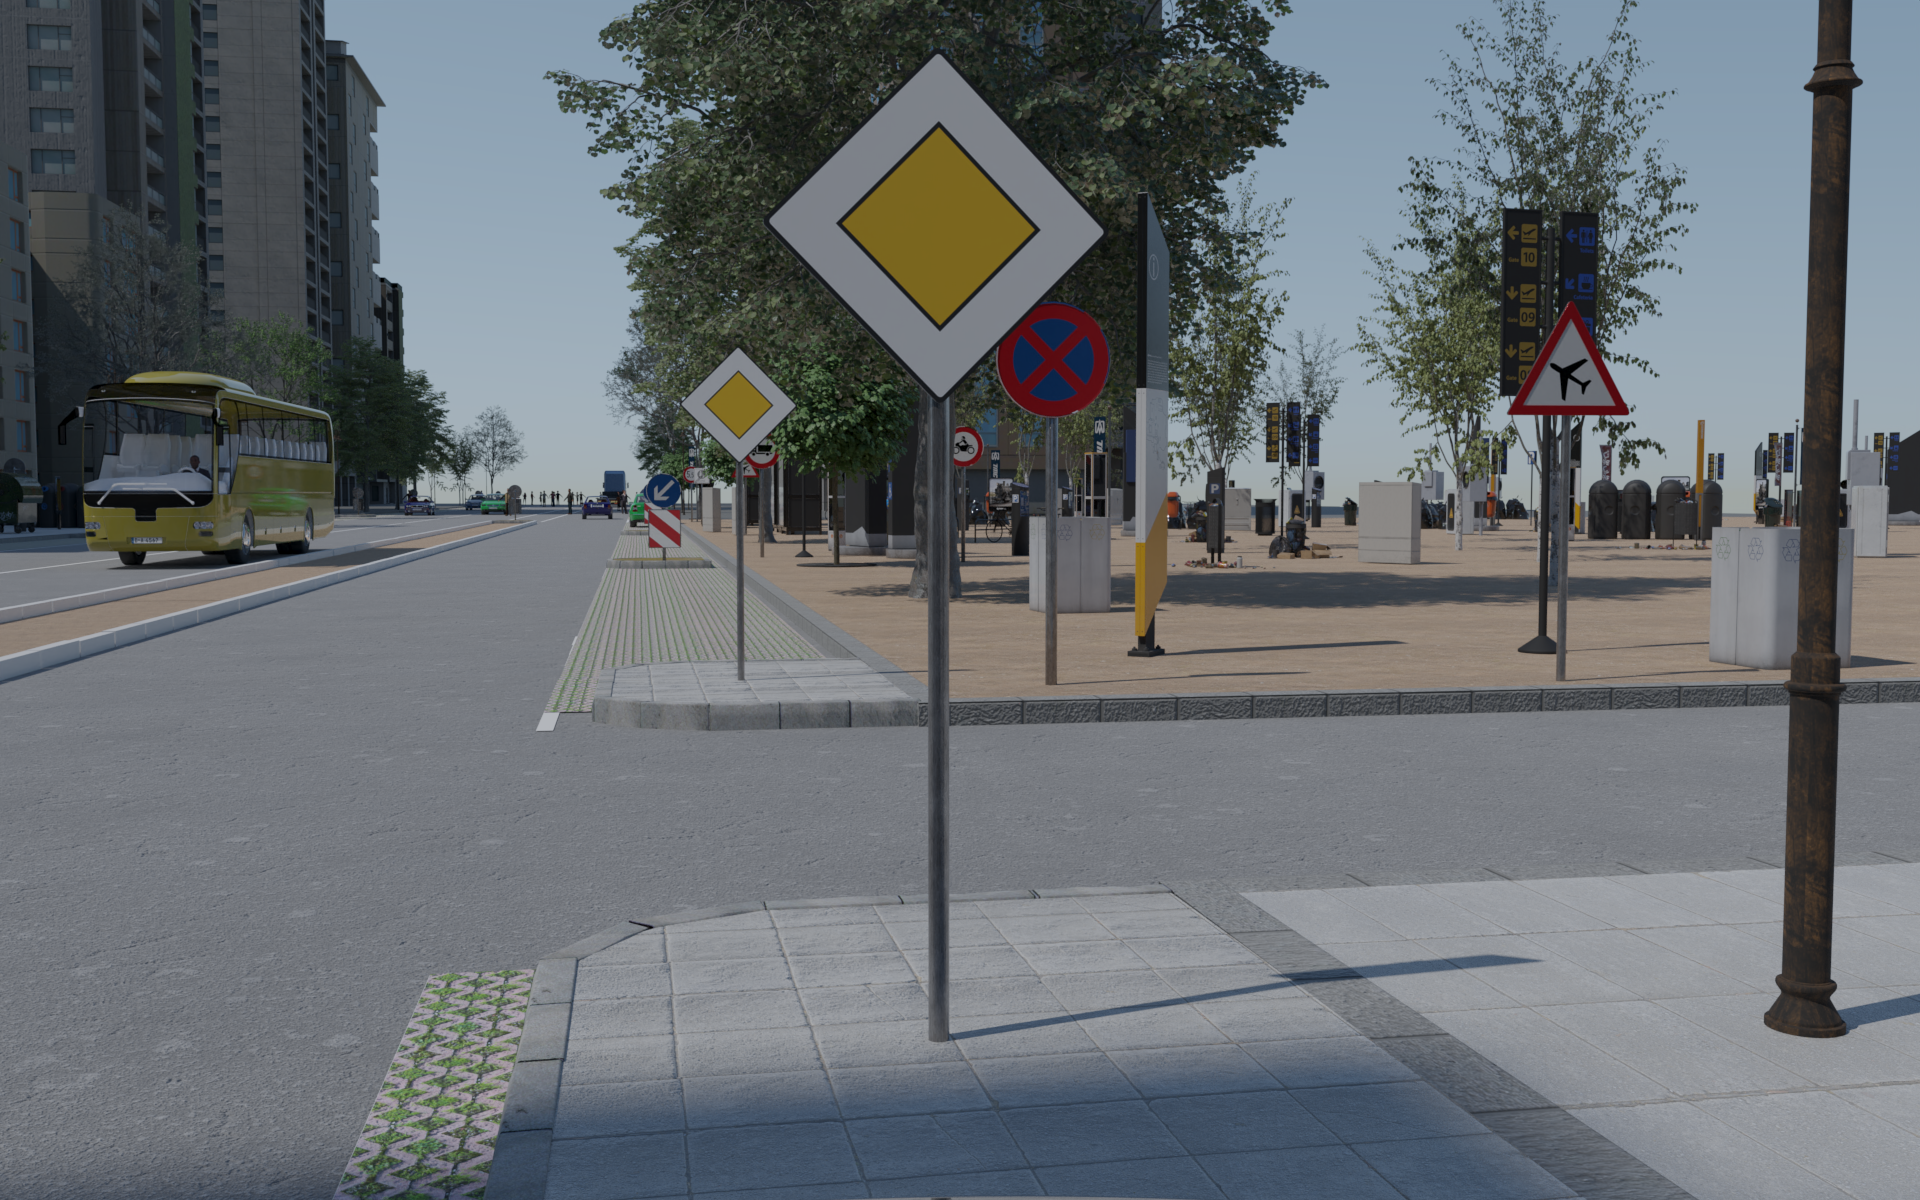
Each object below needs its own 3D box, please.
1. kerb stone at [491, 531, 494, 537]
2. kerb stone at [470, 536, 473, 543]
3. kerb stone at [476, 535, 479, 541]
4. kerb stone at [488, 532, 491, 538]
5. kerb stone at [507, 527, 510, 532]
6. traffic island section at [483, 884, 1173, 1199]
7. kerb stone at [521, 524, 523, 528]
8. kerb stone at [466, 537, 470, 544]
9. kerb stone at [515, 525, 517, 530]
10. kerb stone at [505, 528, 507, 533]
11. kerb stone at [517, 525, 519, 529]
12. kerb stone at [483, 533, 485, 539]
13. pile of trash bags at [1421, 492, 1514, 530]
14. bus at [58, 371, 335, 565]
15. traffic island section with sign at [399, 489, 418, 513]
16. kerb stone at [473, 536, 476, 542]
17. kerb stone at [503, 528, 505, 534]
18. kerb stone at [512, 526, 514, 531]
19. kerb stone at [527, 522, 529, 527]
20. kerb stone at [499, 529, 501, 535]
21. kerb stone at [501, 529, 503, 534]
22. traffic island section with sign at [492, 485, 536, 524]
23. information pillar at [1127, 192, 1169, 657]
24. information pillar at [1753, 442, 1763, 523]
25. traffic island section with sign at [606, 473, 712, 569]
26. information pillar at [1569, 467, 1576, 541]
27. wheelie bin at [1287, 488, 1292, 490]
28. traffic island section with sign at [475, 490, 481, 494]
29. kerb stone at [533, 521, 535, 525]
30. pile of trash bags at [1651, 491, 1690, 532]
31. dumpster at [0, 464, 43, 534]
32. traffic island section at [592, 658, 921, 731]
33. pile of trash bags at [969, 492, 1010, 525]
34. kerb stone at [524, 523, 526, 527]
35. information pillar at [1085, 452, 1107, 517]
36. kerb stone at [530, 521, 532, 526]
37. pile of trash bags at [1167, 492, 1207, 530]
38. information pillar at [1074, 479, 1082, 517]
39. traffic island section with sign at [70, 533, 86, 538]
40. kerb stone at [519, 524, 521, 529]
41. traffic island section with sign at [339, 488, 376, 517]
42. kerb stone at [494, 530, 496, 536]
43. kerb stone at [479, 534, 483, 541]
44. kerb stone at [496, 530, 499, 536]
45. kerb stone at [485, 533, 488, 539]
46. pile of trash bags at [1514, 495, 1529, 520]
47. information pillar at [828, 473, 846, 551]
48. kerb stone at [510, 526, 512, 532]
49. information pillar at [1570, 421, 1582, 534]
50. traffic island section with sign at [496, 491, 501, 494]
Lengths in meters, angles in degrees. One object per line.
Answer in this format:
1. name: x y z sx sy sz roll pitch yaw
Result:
1. kerb stone: -15.543 -2.130 57.020 0.120 0.150 1.000 -1 4 -10
2. kerb stone: -14.237 -1.699 49.971 0.120 0.150 1.000 -1 4 -10
3. kerb stone: -14.609 -1.822 51.989 0.120 0.150 1.000 -1 4 -10
4. kerb stone: -15.363 -2.068 56.014 0.120 0.150 1.000 -1 4 -10
5. kerb stone: -16.854 -2.561 64.065 0.120 0.150 1.000 -1 4 -10
6. traffic island section: -0.031 1.113 4.091 2.009 0.180 2.903 -1 4 -10
7. kerb stone: -18.161 -2.992 71.121 0.120 0.150 1.000 -1 4 -10
8. kerb stone: -14.048 -1.635 48.961 0.120 0.150 1.000 -1 4 -10
9. kerb stone: -17.604 -2.807 68.097 0.120 0.150 1.000 -1 4 -10
10. kerb stone: -16.673 -2.499 63.059 0.120 0.150 1.000 -1 4 -10
11. kerb stone: -17.790 -2.869 69.107 0.120 0.150 1.000 -1 4 -10
12. kerb stone: -14.988 -1.946 54.004 0.120 0.150 1.000 -1 4 -10
13. pile of trash bags: 18.012 -3.264 63.125 1.912 1.369 3.447 -3 5 -43
14. bus: -16.318 -2.863 38.365 2.896 3.916 12.252 -1 4 -10
15. traffic island section with sign: -42.134 -7.644 133.609 1.989 1.847 2.006 -1 4 -10
16. kerb stone: -14.428 -1.760 50.983 0.120 0.150 1.000 -1 4 -10
17. kerb stone: -16.478 -2.438 62.051 0.120 0.150 1.000 -1 4 -10
18. kerb stone: -17.228 -2.681 66.081 0.120 0.150 1.000 -1 4 -10
19. kerb stone: -18.912 -3.239 75.154 0.120 0.150 1.000 -1 4 -10
20. kerb stone: -16.111 -2.315 60.038 0.120 0.150 1.000 -1 4 -10
21. kerb stone: -16.305 -2.376 61.042 0.120 0.150 1.000 -1 4 -10
22. traffic island section with sign: -21.697 -4.657 84.278 2.006 1.907 1.989 -1 4 -10
23. information pillar: 1.521 -1.369 13.744 0.183 3.616 0.504 2 4 28
24. information pillar: 35.788 -5.280 77.676 0.504 3.616 0.183 -2 4 -35
25. traffic island section with sign: -5.908 -1.545 33.890 1.989 1.847 2.006 -1 4 -10
26. information pillar: 16.471 -2.597 46.949 0.304 2.012 0.304 0 4 -7
27. wheelie bin: 16.125 -4.715 85.005 0.693 1.594 0.980 2 4 25
28. traffic island section with sign: -52.158 -10.949 187.637 1.989 1.847 2.006 -1 4 -10
29. kerb stone: -19.660 -3.486 79.185 0.120 0.150 1.000 -1 4 -10
30. pile of trash bags: 23.501 -3.004 58.863 1.912 1.369 3.447 -2 4 -31
31. dumpster: -31.090 -3.310 56.605 1.502 2.255 1.985 -1 4 -10
32. traffic island section: -1.488 0.632 11.942 2.009 0.180 2.903 -1 4 -10
33. pile of trash bags: 1.222 -3.907 73.638 1.912 1.369 3.447 0 4 3
34. kerb stone: -18.542 -3.115 73.142 0.120 0.150 1.000 -1 4 -10
35. information pillar: 2.410 -1.606 30.745 0.304 2.012 0.304 -1 4 -22
36. kerb stone: -19.283 -3.362 77.173 0.120 0.150 1.000 -1 4 -10
37. pile of trash bags: 8.208 -3.289 63.522 1.912 1.369 3.447 1 4 22
38. information pillar: 5.601 -4.738 81.964 0.304 2.012 0.304 -1 4 -14
39. traffic island section with sign: -27.888 -2.950 56.865 1.989 1.847 2.006 -1 4 -10
40. kerb stone: -17.980 -2.929 70.115 0.120 0.150 1.000 -1 4 -10
41. traffic island section with sign: -37.203 -6.019 107.039 1.989 1.847 2.006 -1 4 -10
42. kerb stone: -15.726 -2.192 58.031 0.120 0.150 1.000 -1 4 -10
43. kerb stone: -14.795 -1.884 52.994 0.120 0.150 1.000 -1 4 -10
44. kerb stone: -15.915 -2.253 59.035 0.120 0.150 1.000 -1 4 -10
45. kerb stone: -15.174 -2.007 55.009 0.120 0.150 1.000 -1 4 -10
46. pile of trash bags: 28.351 -4.769 87.719 3.447 1.369 1.912 1 4 13
47. information pillar: -2.769 -2.110 38.986 0.304 2.012 0.304 -3 5 -41
48. kerb stone: -17.041 -2.617 65.077 0.120 0.150 1.000 -1 4 -10
49. information pillar: 19.585 -3.907 55.227 0.183 3.616 0.504 -3 5 -45
50. traffic island section with sign: -57.205 -12.608 214.773 1.989 1.847 2.006 -1 4 -10
